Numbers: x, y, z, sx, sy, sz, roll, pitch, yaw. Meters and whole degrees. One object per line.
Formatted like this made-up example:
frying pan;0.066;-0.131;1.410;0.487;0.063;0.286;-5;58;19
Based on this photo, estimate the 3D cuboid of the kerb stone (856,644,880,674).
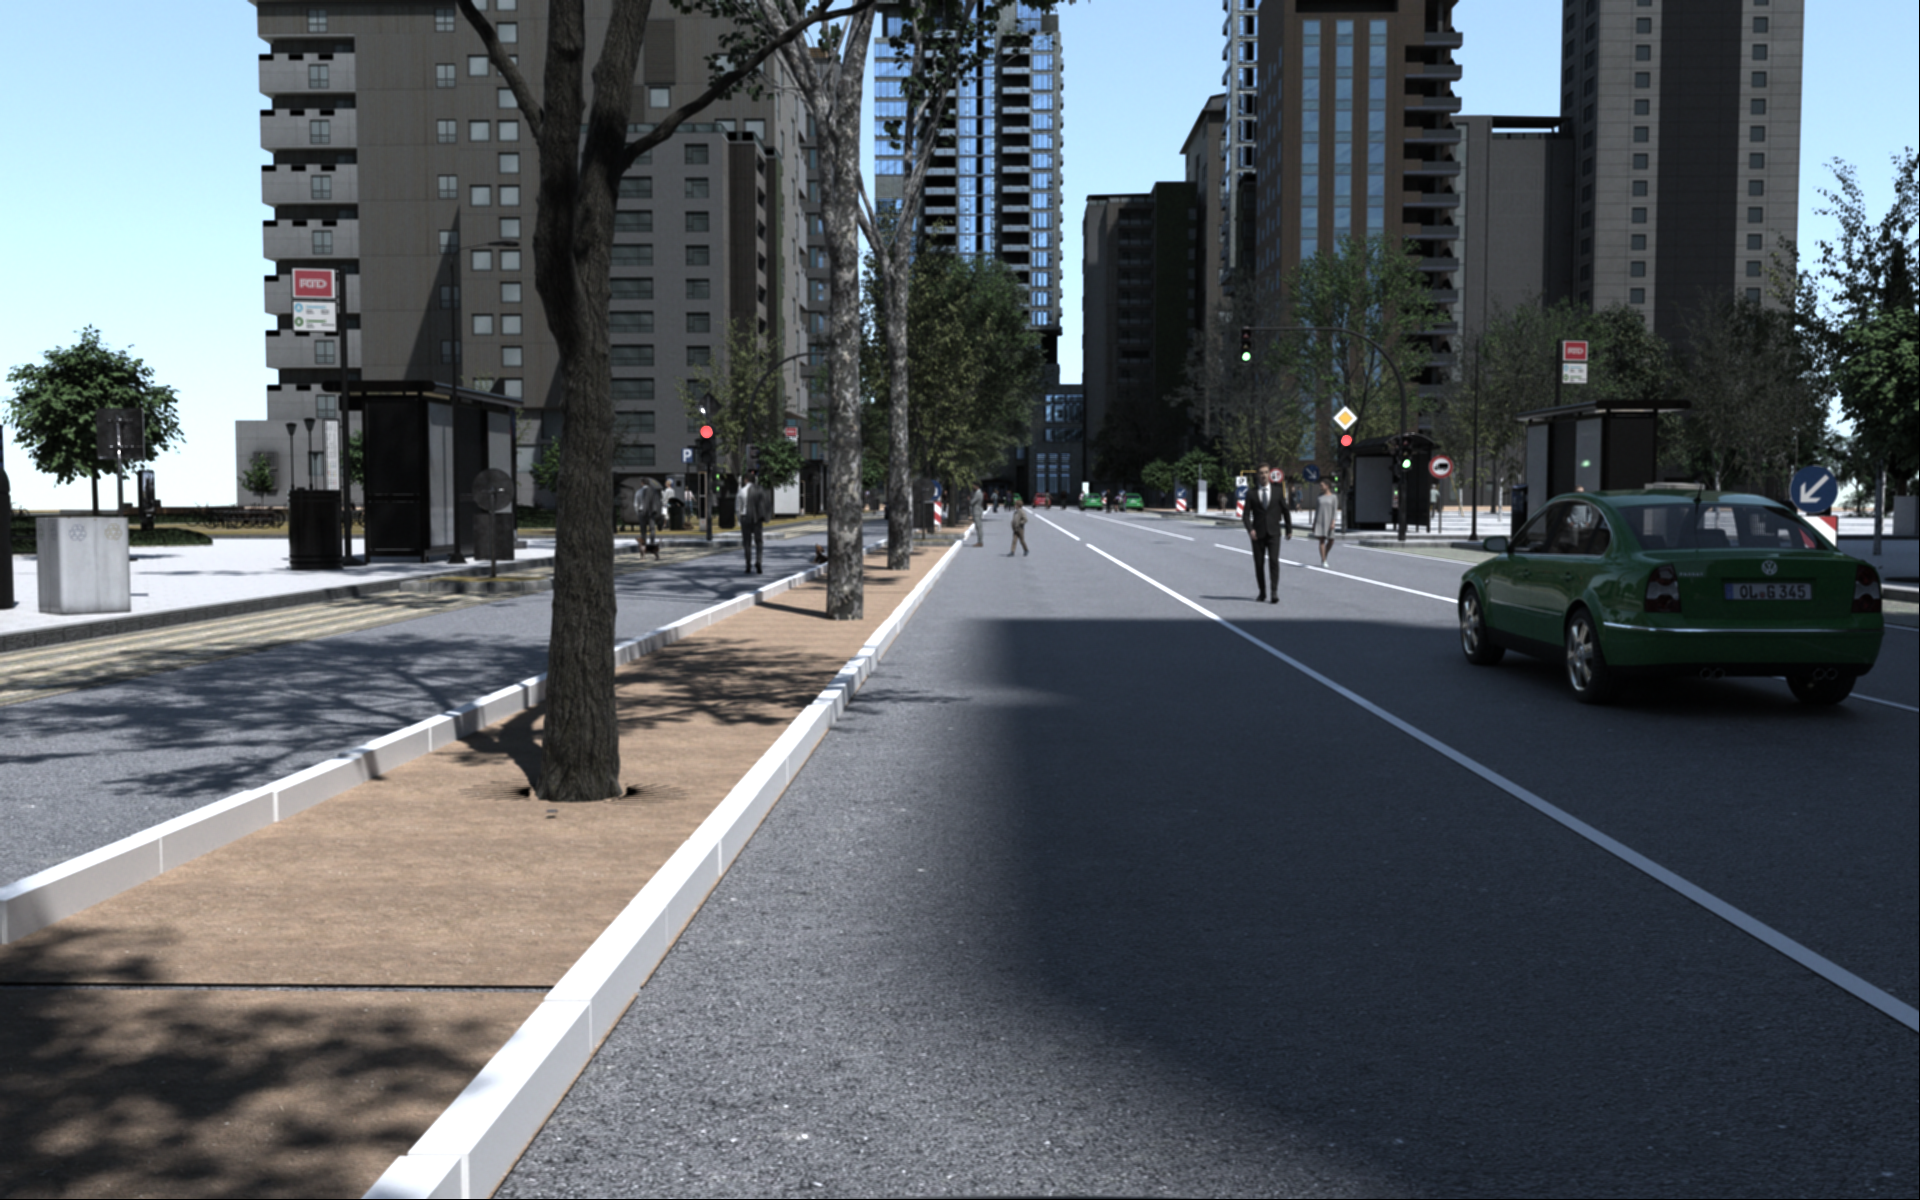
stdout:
kerb stone;-0.766;0.499;14.125;0.120;0.150;1.000;0;4;1

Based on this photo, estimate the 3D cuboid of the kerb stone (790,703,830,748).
kerb stone;-0.875;0.745;10.034;0.120;0.150;1.000;0;4;1

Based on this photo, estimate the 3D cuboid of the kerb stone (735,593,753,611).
kerb stone;-2.710;0.054;21.330;0.120;0.150;1.000;0;4;1

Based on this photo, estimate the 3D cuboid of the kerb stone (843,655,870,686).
kerb stone;-0.801;0.556;13.103;0.120;0.150;1.000;0;4;1

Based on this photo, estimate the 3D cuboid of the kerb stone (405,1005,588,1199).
kerb stone;-1.007;1.123;3.882;0.120;0.150;1.000;0;4;1

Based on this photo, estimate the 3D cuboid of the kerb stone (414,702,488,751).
kerb stone;-2.967;0.742;10.060;0.120;0.150;1.000;0;4;1

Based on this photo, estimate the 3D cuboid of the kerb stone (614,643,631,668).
kerb stone;-2.881;0.492;14.158;0.120;0.150;1.000;0;4;1

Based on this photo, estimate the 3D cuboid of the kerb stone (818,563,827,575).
kerb stone;-2.501;-0.510;30.555;0.120;0.150;1.000;0;4;1

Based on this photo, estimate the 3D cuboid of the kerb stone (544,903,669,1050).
kerb stone;-0.987;1.057;4.906;0.120;0.150;1.000;0;4;1

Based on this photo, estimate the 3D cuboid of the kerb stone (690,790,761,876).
kerb stone;-0.938;0.932;6.952;0.120;0.150;1.000;0;4;1

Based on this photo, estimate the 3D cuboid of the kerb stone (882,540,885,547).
kerb stone;-2.154;-1.452;45.938;0.120;0.150;1.000;0;4;1

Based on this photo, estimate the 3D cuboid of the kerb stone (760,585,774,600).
kerb stone;-2.665;-0.071;23.381;0.120;0.150;1.000;0;4;1

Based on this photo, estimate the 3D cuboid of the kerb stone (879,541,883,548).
kerb stone;-2.166;-1.384;44.916;0.120;0.150;1.000;0;4;1

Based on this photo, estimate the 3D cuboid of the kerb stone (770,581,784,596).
kerb stone;-2.638;-0.135;24.403;0.120;0.150;1.000;0;4;1

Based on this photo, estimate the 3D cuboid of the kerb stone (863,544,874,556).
kerb stone;-2.239;-1.201;41.827;0.120;0.150;1.000;0;4;1

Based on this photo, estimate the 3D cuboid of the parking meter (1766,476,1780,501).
parking meter;26.694;-3.130;56.892;0.399;1.863;0.255;3;4;38

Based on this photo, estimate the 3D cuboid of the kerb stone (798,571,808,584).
kerb stone;-2.566;-0.316;27.469;0.120;0.150;1.000;0;4;1

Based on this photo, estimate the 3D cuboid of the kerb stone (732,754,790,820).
kerb stone;-0.918;0.871;7.978;0.120;0.150;1.000;0;4;1

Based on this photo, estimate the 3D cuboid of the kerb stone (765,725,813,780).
kerb stone;-0.893;0.807;8.999;0.120;0.150;1.000;0;4;1

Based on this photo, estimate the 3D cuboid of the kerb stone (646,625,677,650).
kerb stone;-2.824;0.367;16.201;0.120;0.150;1.000;0;4;1

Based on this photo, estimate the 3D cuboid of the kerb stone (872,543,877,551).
kerb stone;-2.211;-1.264;42.860;0.120;0.150;1.000;0;4;1

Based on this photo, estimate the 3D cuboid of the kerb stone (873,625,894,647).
kerb stone;-0.731;0.369;16.168;0.120;0.150;1.000;0;4;1

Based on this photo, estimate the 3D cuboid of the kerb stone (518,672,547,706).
kerb stone;-2.926;0.617;12.109;0.120;0.150;1.000;0;4;1

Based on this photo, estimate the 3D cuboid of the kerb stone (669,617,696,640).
kerb stone;-2.801;0.307;17.224;0.120;0.150;1.000;0;4;1

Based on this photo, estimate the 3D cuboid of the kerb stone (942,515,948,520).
kerb stone;-0.866;-4.871;101.832;0.120;0.150;1.000;0;4;1

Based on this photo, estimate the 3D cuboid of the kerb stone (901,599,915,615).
kerb stone;-0.636;0.125;20.302;0.120;0.150;1.000;0;4;1

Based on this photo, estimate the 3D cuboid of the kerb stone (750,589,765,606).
kerb stone;-2.683;-0.009;22.355;0.120;0.150;1.000;0;4;1

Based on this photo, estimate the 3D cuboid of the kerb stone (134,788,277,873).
kerb stone;-3.040;0.930;6.992;0.120;0.150;1.000;0;4;1

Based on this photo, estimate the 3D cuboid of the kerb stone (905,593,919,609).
kerb stone;-0.616;0.055;21.331;0.120;0.150;1.000;0;4;1

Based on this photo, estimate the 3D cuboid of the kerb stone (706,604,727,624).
kerb stone;-2.757;0.179;19.272;0.120;0.150;1.000;0;4;1

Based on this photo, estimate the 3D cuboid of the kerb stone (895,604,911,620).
kerb stone;-0.657;0.180;19.275;0.120;0.150;1.000;0;4;1

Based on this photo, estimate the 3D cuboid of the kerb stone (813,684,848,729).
kerb stone;-0.838;0.682;11.056;0.120;0.150;1.000;0;4;1

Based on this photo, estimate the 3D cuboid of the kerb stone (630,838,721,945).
kerb stone;-0.967;0.997;5.930;0.120;0.150;1.000;0;4;1

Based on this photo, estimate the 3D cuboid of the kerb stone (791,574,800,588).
kerb stone;-2.595;-0.260;26.447;0.120;0.150;1.000;0;4;1

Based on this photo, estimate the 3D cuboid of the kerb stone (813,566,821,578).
kerb stone;-2.522;-0.442;29.525;0.120;0.150;1.000;0;4;1

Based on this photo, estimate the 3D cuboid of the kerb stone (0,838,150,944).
kerb stone;-3.058;0.992;5.970;0.120;0.150;1.000;0;4;1

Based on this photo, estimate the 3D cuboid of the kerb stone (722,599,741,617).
kerb stone;-2.736;0.118;20.306;0.120;0.150;1.000;0;4;1

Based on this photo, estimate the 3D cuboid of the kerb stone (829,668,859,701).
kerb stone;-0.821;0.619;12.082;0.120;0.150;1.000;0;4;1

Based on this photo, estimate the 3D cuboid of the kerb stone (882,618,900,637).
kerb stone;-0.709;0.311;17.206;0.120;0.150;1.000;0;4;1

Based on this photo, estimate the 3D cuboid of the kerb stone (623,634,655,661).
kerb stone;-2.858;0.432;15.180;0.120;0.150;1.000;0;4;1

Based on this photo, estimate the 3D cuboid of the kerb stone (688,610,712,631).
kerb stone;-2.788;0.242;18.248;0.120;0.150;1.000;0;4;1

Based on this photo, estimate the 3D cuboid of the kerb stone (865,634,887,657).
kerb stone;-0.752;0.433;15.147;0.120;0.150;1.000;0;4;1

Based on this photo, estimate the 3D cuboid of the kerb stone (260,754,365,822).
kerb stone;-3.008;0.875;8.014;0.120;0.150;1.000;0;4;1

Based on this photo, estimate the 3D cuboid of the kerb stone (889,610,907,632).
kerb stone;-0.674;0.245;18.244;0.120;0.150;1.000;0;4;1

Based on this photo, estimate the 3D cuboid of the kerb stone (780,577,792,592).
kerb stone;-2.619;-0.197;25.425;0.120;0.150;1.000;0;4;1

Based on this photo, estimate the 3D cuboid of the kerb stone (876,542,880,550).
kerb stone;-2.197;-1.327;43.888;0.120;0.150;1.000;0;4;1

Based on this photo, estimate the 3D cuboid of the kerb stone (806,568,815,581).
kerb stone;-2.546;-0.383;28.499;0.120;0.150;1.000;0;4;1

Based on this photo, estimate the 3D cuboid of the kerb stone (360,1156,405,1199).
kerb stone;-1.038;1.183;2.860;0.120;0.150;1.000;0;4;1

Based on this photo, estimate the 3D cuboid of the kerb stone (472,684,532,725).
kerb stone;-2.953;0.681;11.082;0.120;0.150;1.000;0;4;1

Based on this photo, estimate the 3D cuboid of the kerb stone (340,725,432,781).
kerb stone;-2.994;0.805;9.039;0.120;0.150;1.000;0;4;1

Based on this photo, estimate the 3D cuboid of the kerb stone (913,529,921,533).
kerb stone;-1.669;-2.734;66.980;0.120;0.150;1.000;0;4;1
